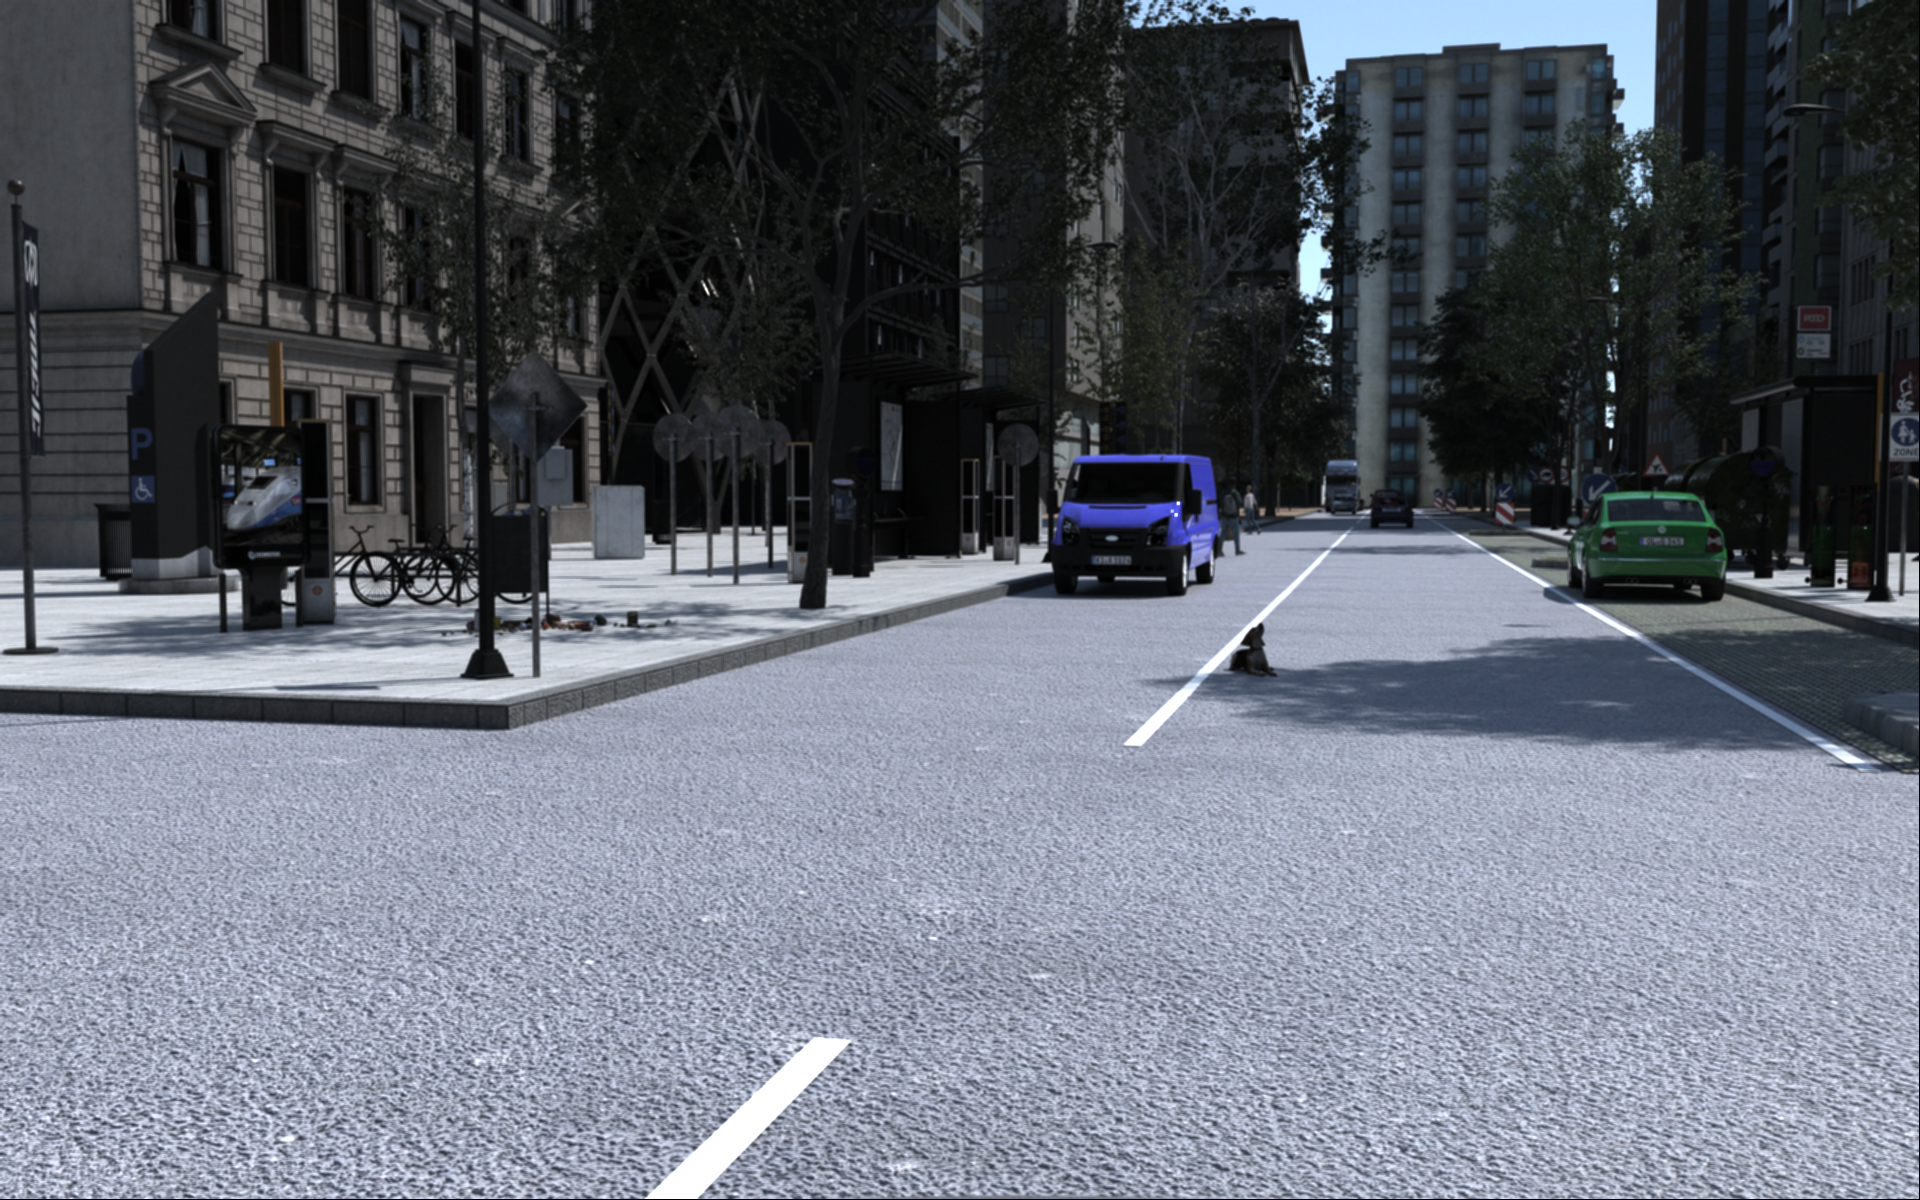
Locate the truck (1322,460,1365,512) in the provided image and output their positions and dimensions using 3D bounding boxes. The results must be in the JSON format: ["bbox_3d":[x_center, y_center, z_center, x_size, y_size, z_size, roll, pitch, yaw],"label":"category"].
[{"bbox_3d":[31.824,-9.364,142.852,2.967,4.110,18.799,1,4,15],"label":"truck"}]

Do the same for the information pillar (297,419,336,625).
[{"bbox_3d":[-6.339,-0.770,17.076,0.304,2.012,0.304,-1,4,-16],"label":"information pillar"}]

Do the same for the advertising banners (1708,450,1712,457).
[{"bbox_3d":[29.935,-4.495,69.680,0.090,3.025,2.074,1,4,9],"label":"advertising banners"}]

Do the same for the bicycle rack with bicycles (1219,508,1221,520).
[{"bbox_3d":[11.820,-4.253,82.912,2.852,0.926,2.925,-1,4,-11],"label":"bicycle rack with bicycles"}]

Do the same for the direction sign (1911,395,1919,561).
[{"bbox_3d":[18.433,-2.511,33.054,0.379,3.537,0.876,-3,5,-39],"label":"direction sign"}]

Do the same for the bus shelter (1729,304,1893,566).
[{"bbox_3d":[16.808,-3.483,34.579,2.179,5.291,8.768,1,4,14],"label":"bus shelter"}]

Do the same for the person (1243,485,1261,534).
[{"bbox_3d":[10.416,-3.196,61.434,0.598,1.740,0.731,2,4,33],"label":"person"}]

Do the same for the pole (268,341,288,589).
[{"bbox_3d":[-9.160,-1.799,23.264,0.158,3.312,0.155,0,3,0],"label":"pole"}]

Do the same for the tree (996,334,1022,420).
[{"bbox_3d":[3.371,-7.855,78.791,4.737,8.622,4.395,0,3,0],"label":"tree"}]

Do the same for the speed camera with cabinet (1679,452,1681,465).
[{"bbox_3d":[32.894,-5.268,80.462,2.038,3.252,0.660,-1,4,-10],"label":"speed camera with cabinet"}]

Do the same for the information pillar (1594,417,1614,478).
[{"bbox_3d":[19.655,-3.777,53.104,0.504,3.616,0.183,-1,4,-10],"label":"information pillar"}]

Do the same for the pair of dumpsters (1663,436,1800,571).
[{"bbox_3d":[13.789,-1.750,31.104,1.574,2.255,4.437,1,4,14],"label":"pair of dumpsters"}]

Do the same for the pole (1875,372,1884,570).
[{"bbox_3d":[15.440,-2.154,29.062,0.158,3.312,0.155,0,3,0],"label":"pole"}]

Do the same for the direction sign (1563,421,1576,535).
[{"bbox_3d":[19.150,-3.813,54.335,0.379,3.537,0.876,2,4,34],"label":"direction sign"}]

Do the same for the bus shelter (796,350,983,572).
[{"bbox_3d":[-1.200,-2.465,31.584,1.731,3.624,6.357,1,4,14],"label":"bus shelter"}]

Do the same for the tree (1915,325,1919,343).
[{"bbox_3d":[29.141,-6.046,49.212,4.737,8.622,4.395,0,3,0],"label":"tree"}]

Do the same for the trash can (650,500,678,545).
[{"bbox_3d":[-7.543,-1.989,44.170,0.748,1.137,0.748,0,3,0],"label":"trash can"}]

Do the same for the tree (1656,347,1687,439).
[{"bbox_3d":[32.235,-7.588,74.425,4.737,8.622,4.395,0,3,0],"label":"tree"}]

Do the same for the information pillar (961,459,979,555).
[{"bbox_3d":[0.212,-1.964,36.605,0.304,2.012,0.304,1,4,18],"label":"information pillar"}]

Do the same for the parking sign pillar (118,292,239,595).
[{"bbox_3d":[-10.239,-2.087,22.601,1.447,3.967,1.447,1,4,13],"label":"parking sign pillar"}]

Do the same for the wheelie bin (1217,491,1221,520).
[{"bbox_3d":[11.352,-4.299,78.198,0.693,1.594,0.980,-2,4,-27],"label":"wheelie bin"}]

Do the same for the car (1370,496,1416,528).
[{"bbox_3d":[18.473,-3.755,73.968,1.945,1.354,3.894,1,4,15],"label":"car"}]

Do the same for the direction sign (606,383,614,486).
[{"bbox_3d":[-7.200,-2.676,35.746,0.379,3.537,0.876,0,4,-4],"label":"direction sign"}]

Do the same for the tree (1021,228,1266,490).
[{"bbox_3d":[4.966,-5.920,47.154,4.737,8.622,4.395,0,3,0],"label":"tree"}]

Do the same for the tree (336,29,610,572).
[{"bbox_3d":[-7.898,-4.778,28.489,4.360,8.622,3.978,0,3,0],"label":"tree"}]

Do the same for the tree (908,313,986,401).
[{"bbox_3d":[-0.412,-7.317,69.988,4.360,8.622,3.978,0,3,0],"label":"tree"}]

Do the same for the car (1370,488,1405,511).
[{"bbox_3d":[28.658,-6.577,116.212,2.281,1.827,5.304,1,4,14],"label":"car"}]

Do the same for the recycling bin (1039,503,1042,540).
[{"bbox_3d":[1.876,-2.213,48.738,0.722,1.027,0.722,1,4,19],"label":"recycling bin"}]

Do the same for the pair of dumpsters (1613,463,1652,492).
[{"bbox_3d":[21.725,-3.244,55.526,1.574,2.255,4.437,1,4,14],"label":"pair of dumpsters"}]

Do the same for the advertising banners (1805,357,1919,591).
[{"bbox_3d":[12.057,-1.648,23.135,0.090,3.025,2.074,-1,4,-11],"label":"advertising banners"}]

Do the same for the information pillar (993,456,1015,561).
[{"bbox_3d":[0.846,-1.763,33.309,0.304,2.012,0.304,-3,5,-40],"label":"information pillar"}]

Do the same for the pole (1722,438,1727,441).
[{"bbox_3d":[27.697,-4.219,62.818,0.158,3.312,0.155,0,3,0],"label":"pole"}]

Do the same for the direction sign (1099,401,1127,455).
[{"bbox_3d":[3.765,-3.101,42.695,0.379,3.537,0.876,-3,5,-42],"label":"direction sign"}]

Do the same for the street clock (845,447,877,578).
[{"bbox_3d":[-1.520,-1.350,26.642,0.358,2.002,0.471,3,5,41],"label":"street clock"}]

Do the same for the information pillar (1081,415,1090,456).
[{"bbox_3d":[3.709,-3.671,51.374,0.183,3.616,0.504,-1,4,-21],"label":"information pillar"}]

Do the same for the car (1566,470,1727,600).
[{"bbox_3d":[9.760,-0.979,24.797,1.959,1.807,4.718,1,4,15],"label":"car"}]

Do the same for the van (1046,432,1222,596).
[{"bbox_3d":[2.745,-1.344,26.367,2.240,2.365,5.245,1,4,15],"label":"van"}]

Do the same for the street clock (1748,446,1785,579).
[{"bbox_3d":[12.255,-1.333,26.357,0.358,2.002,0.471,-2,4,-28],"label":"street clock"}]

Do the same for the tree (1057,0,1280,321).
[{"bbox_3d":[9.187,-12.667,62.994,12.611,20.169,13.585,0,3,0],"label":"tree"}]

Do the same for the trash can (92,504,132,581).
[{"bbox_3d":[-12.444,-0.860,25.710,0.748,1.137,0.748,0,3,0],"label":"trash can"}]

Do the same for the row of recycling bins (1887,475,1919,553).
[{"bbox_3d":[22.192,-1.911,38.352,3.534,1.692,1.069,0,3,0],"label":"row of recycling bins"}]

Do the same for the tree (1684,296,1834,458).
[{"bbox_3d":[30.594,-7.040,65.474,4.737,8.622,4.395,0,3,0],"label":"tree"}]

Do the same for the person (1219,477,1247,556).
[{"bbox_3d":[6.154,-1.900,39.552,0.713,1.824,0.794,-2,4,-26],"label":"person"}]

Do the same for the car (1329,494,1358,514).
[{"bbox_3d":[27.699,-6.912,125.008,2.014,1.417,4.499,1,4,14],"label":"car"}]

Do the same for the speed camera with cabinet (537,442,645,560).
[{"bbox_3d":[-7.262,-2.426,34.002,2.038,3.252,0.660,-1,4,-17],"label":"speed camera with cabinet"}]

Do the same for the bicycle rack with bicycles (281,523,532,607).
[{"bbox_3d":[-6.279,-0.438,20.546,2.925,0.926,2.852,1,4,11],"label":"bicycle rack with bicycles"}]

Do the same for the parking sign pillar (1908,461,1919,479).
[{"bbox_3d":[30.901,-4.195,57.059,1.447,3.967,1.447,1,4,22],"label":"parking sign pillar"}]

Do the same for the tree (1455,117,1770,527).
[{"bbox_3d":[17.672,-7.412,46.943,9.928,11.665,9.643,0,3,0],"label":"tree"}]

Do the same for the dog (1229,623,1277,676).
[{"bbox_3d":[2.421,0.379,13.993,0.550,0.427,0.748,2,4,33],"label":"dog"}]

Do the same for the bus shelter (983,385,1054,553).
[{"bbox_3d":[0.787,-3.020,40.664,1.731,3.624,6.357,1,4,14],"label":"bus shelter"}]

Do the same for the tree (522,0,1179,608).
[{"bbox_3d":[-1.349,-5.173,18.996,7.601,10.594,8.767,1,4,23],"label":"tree"}]

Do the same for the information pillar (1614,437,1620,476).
[{"bbox_3d":[27.085,-4.907,71.582,0.183,3.616,0.504,0,4,-6],"label":"information pillar"}]

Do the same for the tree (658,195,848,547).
[{"bbox_3d":[-4.916,-5.609,42.072,4.360,8.622,3.978,0,3,0],"label":"tree"}]

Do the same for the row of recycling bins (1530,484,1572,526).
[{"bbox_3d":[24.392,-3.924,71.277,1.069,1.692,3.534,2,4,35],"label":"row of recycling bins"}]

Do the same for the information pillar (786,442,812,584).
[{"bbox_3d":[-2.295,-1.242,24.794,0.304,2.012,0.304,-1,4,-19],"label":"information pillar"}]
